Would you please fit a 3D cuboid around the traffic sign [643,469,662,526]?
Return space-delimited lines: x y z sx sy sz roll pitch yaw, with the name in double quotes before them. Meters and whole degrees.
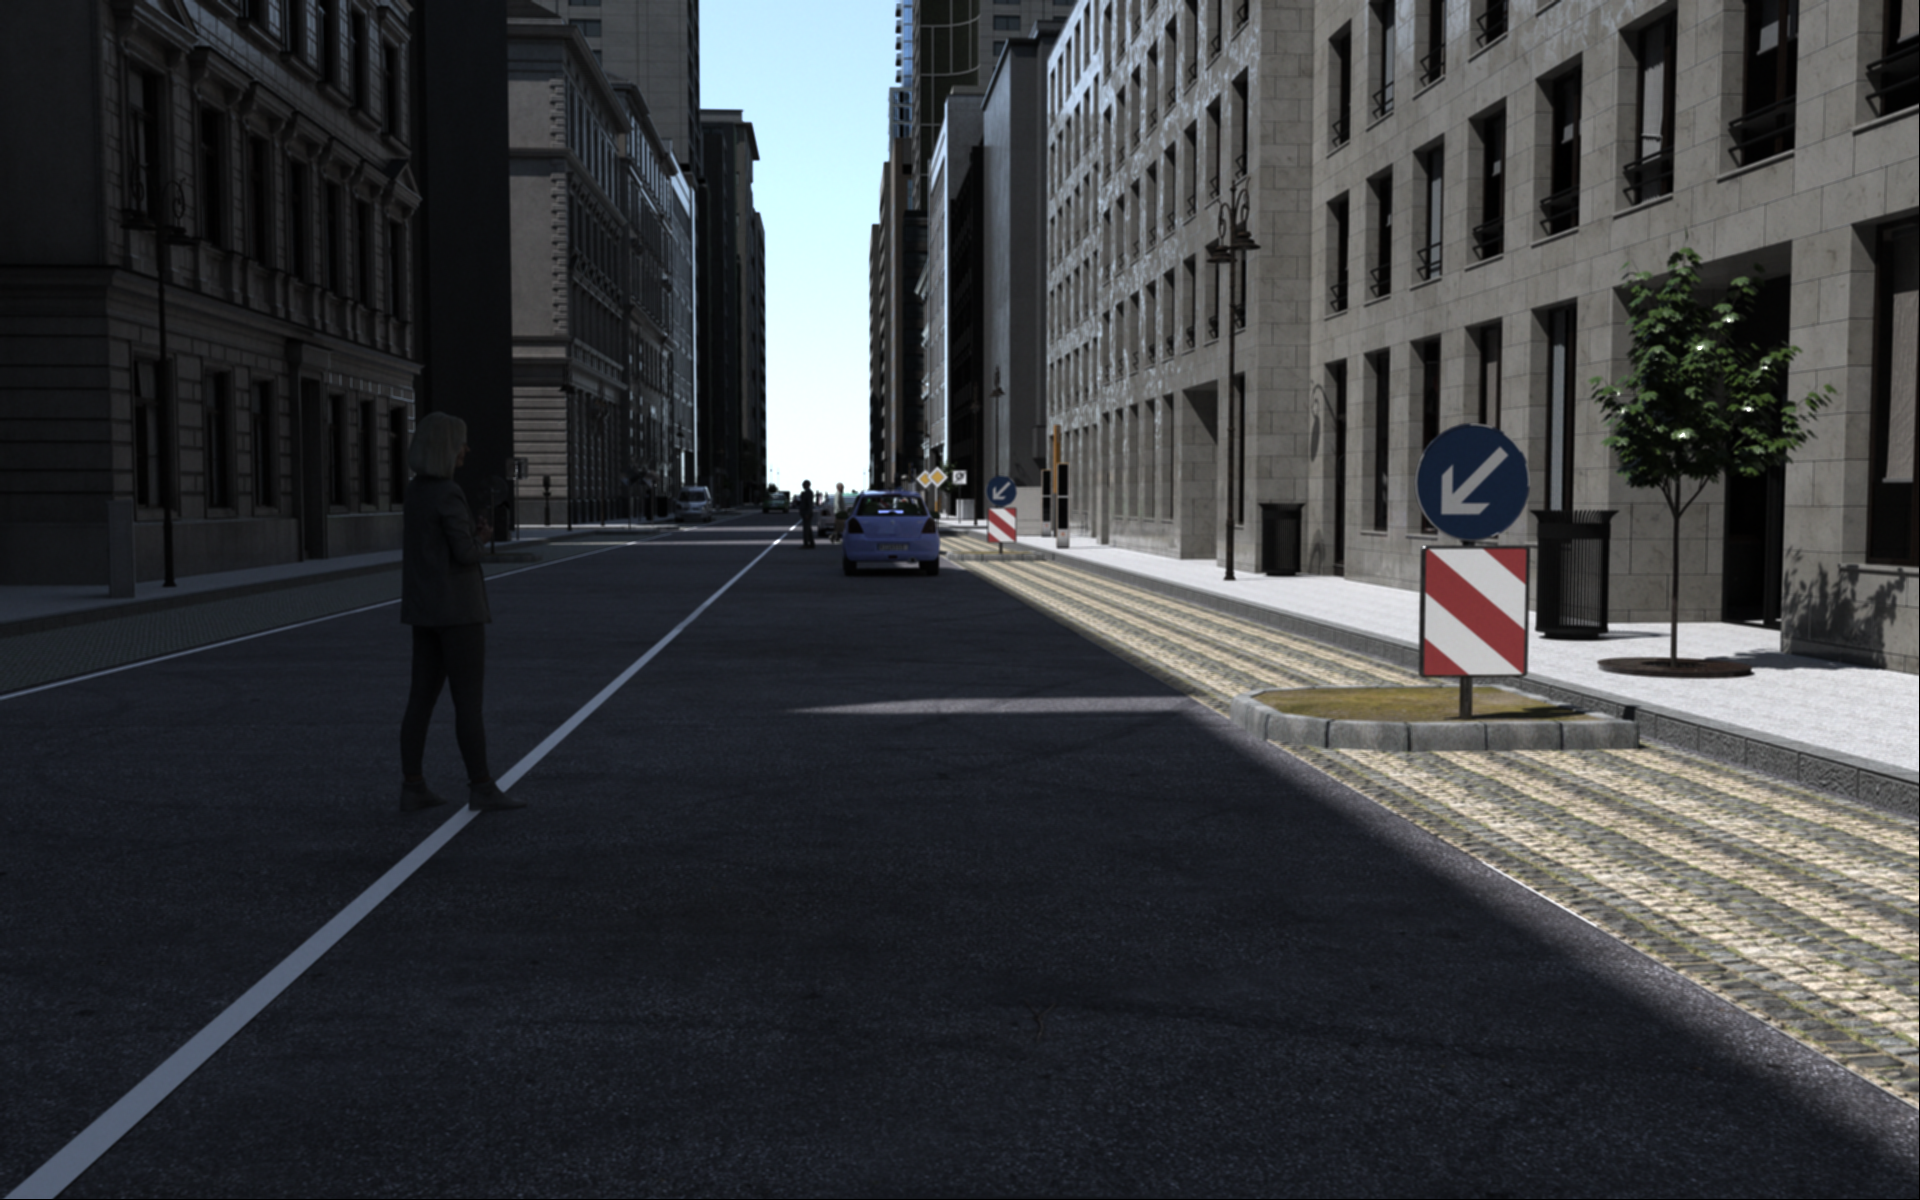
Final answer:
"traffic sign" -12.318 -4.022 69.402 0.795 2.450 0.064 0 4 -4

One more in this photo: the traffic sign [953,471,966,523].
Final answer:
"traffic sign" -0.013 -4.486 75.471 0.606 2.300 0.079 0 4 0

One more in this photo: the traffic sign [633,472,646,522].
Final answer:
"traffic sign" -14.730 -4.738 79.602 0.606 2.300 0.079 0 4 4

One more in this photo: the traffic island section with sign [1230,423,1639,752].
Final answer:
"traffic island section with sign" 2.724 -0.116 10.521 1.989 1.847 2.006 0 4 -4

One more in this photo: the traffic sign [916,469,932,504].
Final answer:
"traffic sign" -1.403 -4.070 70.190 0.795 2.450 0.064 0 4 -4

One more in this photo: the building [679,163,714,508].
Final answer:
"building" -29.073 -23.163 150.414 14.160 30.474 14.107 0 4 -4

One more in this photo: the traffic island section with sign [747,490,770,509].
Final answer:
"traffic island section with sign" -19.704 -9.768 168.339 1.989 1.847 2.006 0 4 -4

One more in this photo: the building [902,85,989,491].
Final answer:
"building" 10.841 -28.578 159.131 32.217 40.220 23.993 0 4 -4

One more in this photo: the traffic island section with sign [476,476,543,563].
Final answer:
"traffic island section with sign" -9.893 -1.704 36.495 1.989 1.847 2.006 0 4 -4

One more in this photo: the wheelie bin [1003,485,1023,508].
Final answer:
"wheelie bin" 1.884 -3.142 59.273 0.980 1.594 0.693 -1 4 -21

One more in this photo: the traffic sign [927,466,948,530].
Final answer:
"traffic sign" -0.811 -3.583 62.227 0.795 2.450 0.064 0 4 -4

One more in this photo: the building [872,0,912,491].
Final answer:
"building" -2.055 -58.288 265.673 22.319 86.520 31.000 0 4 -4

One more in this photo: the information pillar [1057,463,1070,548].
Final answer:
"information pillar" 2.436 -2.230 40.950 0.304 2.012 0.304 0 4 3

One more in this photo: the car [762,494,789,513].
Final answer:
"car" -13.885 -7.442 130.470 1.959 1.807 4.718 0 4 -2

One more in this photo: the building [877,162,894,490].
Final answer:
"building" -0.193 -37.734 240.646 21.300 48.544 21.600 0 4 -4

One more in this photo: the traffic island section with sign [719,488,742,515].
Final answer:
"traffic island section with sign" -16.054 -6.759 119.143 1.989 1.847 2.006 0 4 -4

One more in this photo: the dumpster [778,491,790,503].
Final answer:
"dumpster" -26.162 -15.235 257.302 1.865 1.857 1.264 0 4 -3

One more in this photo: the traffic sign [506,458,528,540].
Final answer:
"traffic sign" -12.450 -2.849 48.714 0.606 2.300 0.079 0 4 -2

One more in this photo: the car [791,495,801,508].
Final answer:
"car" -16.864 -10.497 183.981 2.083 1.381 4.827 0 4 -4

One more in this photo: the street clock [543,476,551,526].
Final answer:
"street clock" -16.631 -3.987 69.750 0.358 2.002 0.471 0 4 -5

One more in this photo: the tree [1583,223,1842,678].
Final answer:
"tree" 5.060 -1.088 12.388 1.663 3.219 1.824 0 3 0

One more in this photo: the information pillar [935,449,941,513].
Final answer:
"information pillar" -1.139 -6.038 90.075 0.183 3.616 0.504 2 4 27

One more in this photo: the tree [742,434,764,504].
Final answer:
"tree" -25.908 -16.080 213.268 4.360 8.622 3.978 0 3 0

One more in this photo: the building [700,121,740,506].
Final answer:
"building" -31.112 -30.647 184.672 14.154 41.232 14.086 0 4 -4

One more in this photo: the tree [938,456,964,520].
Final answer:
"tree" -0.489 -5.667 87.262 1.663 3.219 1.824 0 3 0

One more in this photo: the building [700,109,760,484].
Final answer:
"building" -42.544 -39.836 240.559 28.713 52.752 27.495 0 4 -4

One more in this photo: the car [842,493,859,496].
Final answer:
"car" -4.708 -4.142 76.517 1.959 1.807 4.718 0 4 -5

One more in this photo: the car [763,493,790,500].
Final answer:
"car" -14.340 -7.717 135.210 2.155 1.783 4.494 0 4 -6

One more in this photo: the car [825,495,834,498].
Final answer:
"car" -16.004 -12.545 217.467 2.083 1.381 4.827 0 4 -6

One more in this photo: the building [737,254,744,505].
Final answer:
"building" -32.533 -26.190 199.903 14.160 30.474 14.107 0 4 -4

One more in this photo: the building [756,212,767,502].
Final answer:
"building" -42.482 -40.135 279.910 21.300 48.544 21.600 0 4 -4

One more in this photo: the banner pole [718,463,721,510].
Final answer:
"banner pole" -19.373 -9.149 139.606 0.401 3.779 0.863 1 4 12

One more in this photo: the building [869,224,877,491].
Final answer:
"building" -4.425 -40.946 293.172 21.300 48.544 21.600 0 4 -4

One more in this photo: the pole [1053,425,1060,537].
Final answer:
"pole" 2.862 -3.505 51.157 0.158 3.312 0.155 0 3 0

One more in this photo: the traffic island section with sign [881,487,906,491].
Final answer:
"traffic island section with sign" -3.342 -5.114 92.249 1.989 1.847 2.006 0 4 -4

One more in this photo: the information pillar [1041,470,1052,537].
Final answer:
"information pillar" 2.594 -2.905 51.995 0.304 2.012 0.304 0 4 -1

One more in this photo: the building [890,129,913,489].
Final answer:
"building" -1.332 -34.441 213.215 14.600 45.320 14.200 0 4 -4

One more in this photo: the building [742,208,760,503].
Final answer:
"building" -37.620 -37.449 262.401 14.600 45.320 14.200 0 4 -4

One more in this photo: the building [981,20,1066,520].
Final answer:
"building" 16.548 -15.900 79.036 30.058 24.678 14.314 0 4 -4

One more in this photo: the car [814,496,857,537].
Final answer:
"car" -3.992 -2.900 59.771 2.083 1.381 4.827 0 4 -5

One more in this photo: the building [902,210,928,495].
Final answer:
"building" 1.004 -24.877 178.441 14.160 30.474 14.107 0 4 -4

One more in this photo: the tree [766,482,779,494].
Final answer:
"tree" -29.506 -17.099 274.176 1.663 3.219 1.824 0 3 0

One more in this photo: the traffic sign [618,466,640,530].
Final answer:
"traffic sign" -11.727 -3.535 61.439 0.795 2.450 0.064 0 4 -4

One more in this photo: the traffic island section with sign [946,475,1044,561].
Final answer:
"traffic island section with sign" 0.719 -1.775 37.645 1.989 1.847 2.006 0 4 -4

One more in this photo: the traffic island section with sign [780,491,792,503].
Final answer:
"traffic island section with sign" -27.882 -16.503 278.449 1.989 1.847 2.006 0 4 -4

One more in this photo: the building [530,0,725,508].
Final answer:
"building" -33.328 -44.525 166.230 20.563 71.187 20.611 0 4 -4

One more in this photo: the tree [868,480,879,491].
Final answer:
"tree" -12.348 -15.382 246.099 1.663 3.219 1.824 0 3 0

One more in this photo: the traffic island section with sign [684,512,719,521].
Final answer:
"traffic island section with sign" -14.035 -5.115 92.263 1.989 1.847 2.006 0 4 -4

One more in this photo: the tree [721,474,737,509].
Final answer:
"tree" -20.724 -9.663 152.584 1.663 3.219 1.824 0 3 0

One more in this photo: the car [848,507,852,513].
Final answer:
"car" -1.762 -1.981 41.983 1.945 1.707 3.694 0 4 -3

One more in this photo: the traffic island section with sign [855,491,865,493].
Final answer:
"traffic island section with sign" -11.125 -11.516 196.908 1.989 1.847 2.006 0 4 -4

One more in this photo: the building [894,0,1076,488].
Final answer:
"building" 3.134 -46.274 194.834 20.563 71.187 20.611 0 4 -4

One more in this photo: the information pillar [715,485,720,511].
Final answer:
"information pillar" -18.791 -7.927 134.101 0.304 2.012 0.304 -1 4 -20

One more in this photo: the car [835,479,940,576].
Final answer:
"car" -1.306 -1.353 31.712 1.945 1.707 3.694 0 4 -5
